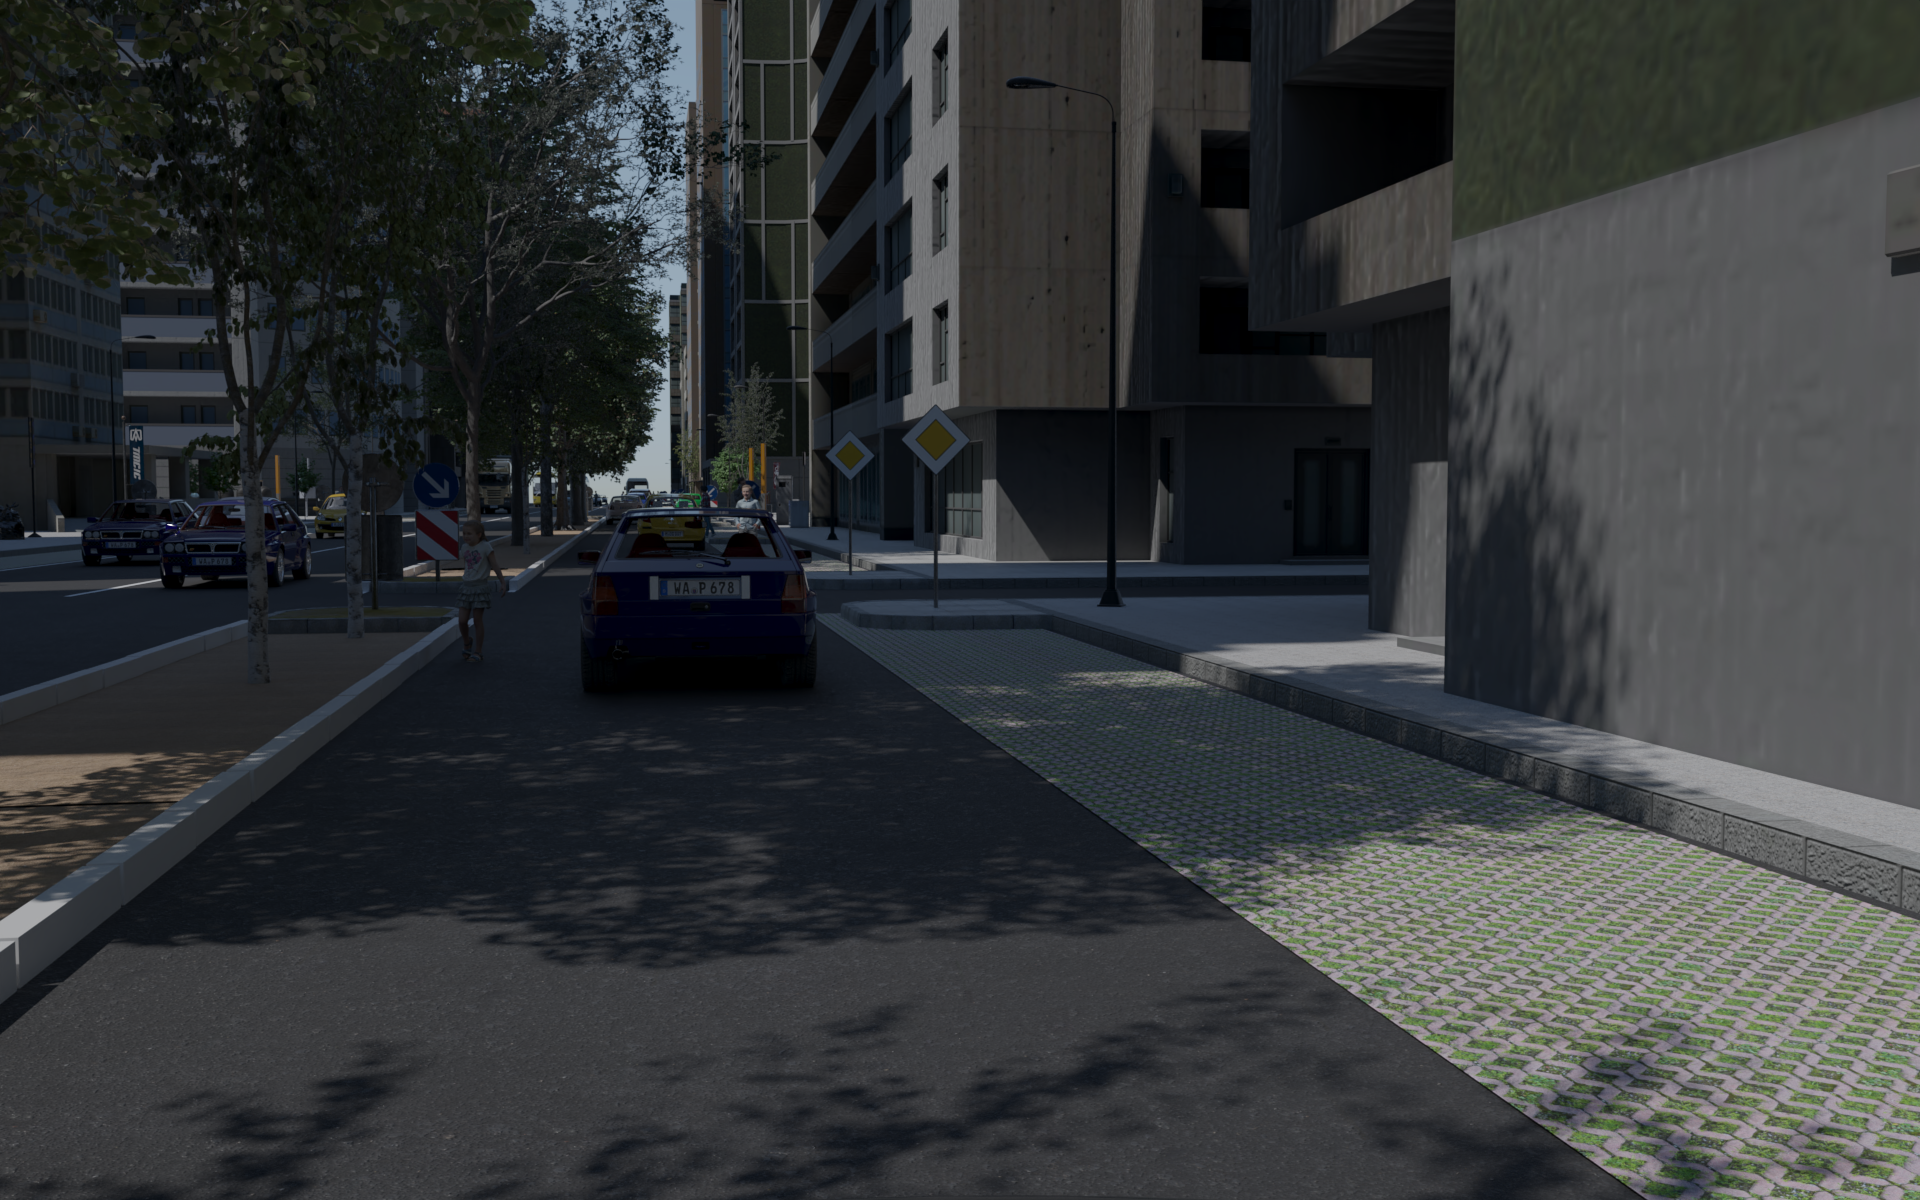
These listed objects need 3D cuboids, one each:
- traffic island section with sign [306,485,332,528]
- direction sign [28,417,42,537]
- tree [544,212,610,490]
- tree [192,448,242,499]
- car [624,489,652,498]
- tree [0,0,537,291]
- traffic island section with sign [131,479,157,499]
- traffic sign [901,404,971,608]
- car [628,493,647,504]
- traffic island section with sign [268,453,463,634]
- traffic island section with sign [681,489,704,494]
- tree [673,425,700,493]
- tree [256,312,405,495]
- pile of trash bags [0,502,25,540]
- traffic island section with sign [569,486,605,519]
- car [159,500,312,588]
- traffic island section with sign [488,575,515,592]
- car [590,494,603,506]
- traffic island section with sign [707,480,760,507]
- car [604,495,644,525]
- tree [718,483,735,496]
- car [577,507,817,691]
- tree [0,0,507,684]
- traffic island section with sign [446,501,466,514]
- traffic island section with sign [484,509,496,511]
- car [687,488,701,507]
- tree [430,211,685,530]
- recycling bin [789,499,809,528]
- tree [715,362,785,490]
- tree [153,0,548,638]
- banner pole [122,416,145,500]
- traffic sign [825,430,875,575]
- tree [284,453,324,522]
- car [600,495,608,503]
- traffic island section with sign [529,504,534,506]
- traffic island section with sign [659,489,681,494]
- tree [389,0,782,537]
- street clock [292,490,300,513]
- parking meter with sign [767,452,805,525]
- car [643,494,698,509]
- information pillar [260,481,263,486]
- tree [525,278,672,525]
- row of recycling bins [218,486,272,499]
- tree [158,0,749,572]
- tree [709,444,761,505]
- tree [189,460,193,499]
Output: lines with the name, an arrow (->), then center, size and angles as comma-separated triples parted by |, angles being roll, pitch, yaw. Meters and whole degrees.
traffic island section with sign -> -26.897, -3.947, 73.155 | 1.989, 1.847, 2.006 | -1, 4, -10
direction sign -> -27.440, -3.624, 51.254 | 0.379, 3.537, 0.876 | -1, 4, -20
tree -> -10.188, -5.362, 40.493 | 4.360, 8.622, 3.978 | 0, 3, 0
tree -> -28.020, -4.361, 65.908 | 1.663, 3.219, 1.824 | 0, 3, 0
car -> -23.143, -7.134, 125.309 | 2.281, 1.827, 5.304 | -1, 4, -11
tree -> -4.166, -5.225, 6.010 | 7.486, 12.596, 7.792 | 0, 3, 0
traffic island section with sign -> -21.926, -2.308, 46.367 | 1.989, 1.847, 2.006 | -1, 4, -10
traffic sign -> -0.276, -0.968, 19.471 | 0.795, 2.450, 0.064 | -1, 4, -10
car -> -21.848, -6.563, 116.889 | 1.945, 1.707, 3.694 | -1, 4, -11
traffic island section with sign -> -6.412, -0.643, 18.656 | 2.006, 1.907, 1.989 | -1, 4, -10
traffic island section with sign -> -11.150, -4.143, 76.364 | 1.989, 1.847, 2.006 | -1, 4, -10
tree -> -28.357, -14.273, 183.723 | 4.737, 8.622, 4.395 | 0, 3, 0
tree -> -31.858, -9.348, 87.252 | 8.767, 10.594, 7.601 | 0, 4, 5
pile of trash bags -> -28.044, -2.351, 48.189 | 3.447, 1.369, 1.912 | -3, 4, -39
traffic island section with sign -> -21.496, -5.607, 99.817 | 2.006, 1.907, 1.989 | -1, 4, -10
car -> -11.575, -0.931, 27.799 | 1.945, 1.354, 3.894 | -1, 4, -11
traffic island section with sign -> -7.756, -1.089, 25.941 | 2.006, 1.907, 1.989 | -1, 4, -10
car -> -44.257, -12.228, 209.716 | 2.009, 1.686, 4.222 | -1, 4, -10
traffic island section with sign -> -6.227, -2.522, 49.860 | 1.989, 1.847, 2.006 | -1, 4, -10
car -> -15.931, -4.301, 82.689 | 2.083, 1.381, 4.827 | -1, 4, -10
tree -> -15.232, -7.242, 113.014 | 1.663, 3.219, 1.824 | 0, 3, 0
car -> -2.136, -0.090, 14.059 | 1.945, 1.354, 3.894 | -1, 4, -9
tree -> -5.227, -3.655, 12.572 | 4.360, 8.622, 3.978 | 0, 3, 0
traffic island section with sign -> -36.131, -6.983, 122.805 | 1.989, 1.847, 2.006 | -1, 4, -10
traffic island section with sign -> -41.063, -8.604, 149.307 | 1.989, 1.847, 2.006 | -1, 4, -10
car -> -17.550, -6.334, 112.357 | 1.959, 1.807, 4.718 | -1, 4, -12
tree -> -15.676, -9.086, 68.021 | 9.611, 12.733, 9.660 | 0, 3, 0
recycling bin -> -6.130, -3.262, 65.894 | 0.722, 1.027, 0.722 | -1, 4, -11
tree -> -11.961, -8.988, 97.309 | 4.360, 8.622, 3.978 | 0, 3, 0
tree -> -6.071, -3.934, 17.135 | 4.737, 8.622, 4.395 | 0, 3, 0
banner pole -> -26.536, -4.007, 55.531 | 0.863, 3.779, 0.401 | 0, 4, 2
traffic sign -> -1.735, -1.448, 27.322 | 0.795, 2.450, 0.064 | -1, 4, -10
tree -> -30.822, -5.289, 81.070 | 1.663, 3.219, 1.824 | 0, 3, 0
car -> -50.794, -14.232, 245.277 | 1.945, 1.354, 3.894 | -1, 4, -12
traffic island section with sign -> -56.018, -13.527, 229.787 | 1.989, 1.847, 2.006 | -1, 4, -10
traffic island section with sign -> -25.256, -8.783, 152.224 | 1.989, 1.847, 2.006 | -1, 4, -10
tree -> -12.526, -12.148, 56.961 | 12.611, 20.169, 13.585 | 0, 3, 0
street clock -> -31.633, -4.769, 82.536 | 0.471, 2.002, 0.358 | -2, 4, -34
parking meter with sign -> -7.285, -4.614, 71.694 | 1.738, 3.016, 0.543 | 0, 4, -3
car -> -7.559, -2.140, 45.218 | 2.015, 1.641, 3.980 | -1, 4, -11
information pillar -> -38.475, -5.540, 95.078 | 0.304, 2.012, 0.304 | 1, 4, 9
tree -> -17.427, -10.350, 78.327 | 9.857, 13.997, 8.962 | 0, 3, 0
row of recycling bins -> -37.866, -5.106, 90.603 | 3.534, 1.692, 1.069 | -1, 4, -17
tree -> -9.134, -7.297, 32.129 | 12.009, 13.543, 11.850 | 0, 3, 0
tree -> -13.920, -7.622, 108.339 | 4.285, 4.588, 4.351 | 0, 3, 0
tree -> -37.775, -5.552, 85.383 | 1.663, 3.219, 1.824 | 0, 3, 0
